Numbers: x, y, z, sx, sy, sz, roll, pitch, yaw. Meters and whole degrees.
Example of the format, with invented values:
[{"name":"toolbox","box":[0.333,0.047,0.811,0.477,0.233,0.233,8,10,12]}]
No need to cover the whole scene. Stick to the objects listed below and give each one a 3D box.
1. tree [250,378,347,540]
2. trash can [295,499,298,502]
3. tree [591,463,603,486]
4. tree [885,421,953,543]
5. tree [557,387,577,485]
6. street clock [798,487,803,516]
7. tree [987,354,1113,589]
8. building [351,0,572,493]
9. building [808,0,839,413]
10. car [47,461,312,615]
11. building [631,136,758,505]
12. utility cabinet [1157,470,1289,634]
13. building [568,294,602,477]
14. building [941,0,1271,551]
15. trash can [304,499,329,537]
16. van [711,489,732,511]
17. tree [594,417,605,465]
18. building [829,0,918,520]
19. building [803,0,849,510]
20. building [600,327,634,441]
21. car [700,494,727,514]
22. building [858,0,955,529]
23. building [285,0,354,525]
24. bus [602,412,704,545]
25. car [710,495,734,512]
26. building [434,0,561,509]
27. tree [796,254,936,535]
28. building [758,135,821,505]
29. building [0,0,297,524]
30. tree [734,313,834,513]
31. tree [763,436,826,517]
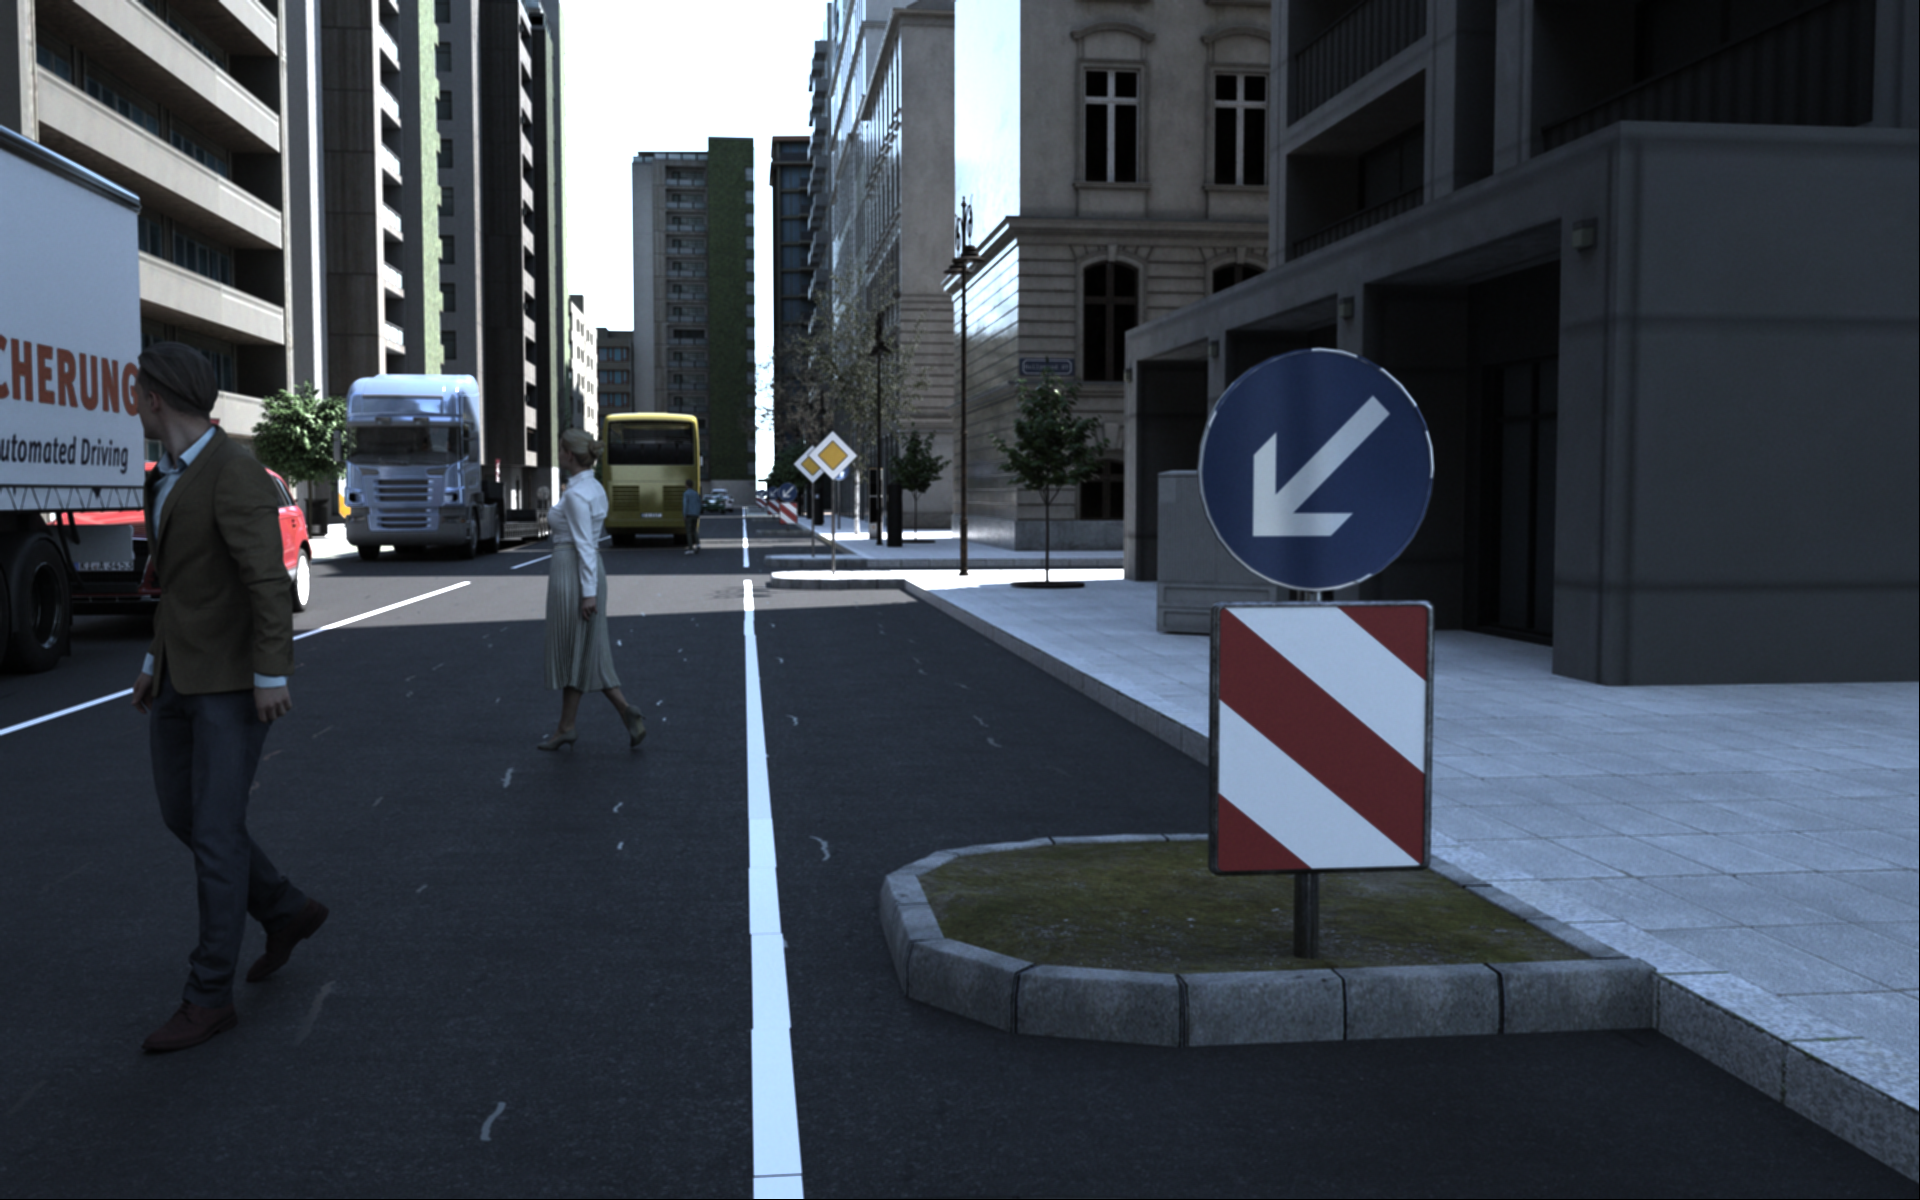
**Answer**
[{"name":"tree","box":[-18.446,-3.995,49.036,4.285,4.588,4.351,0,3,0]},{"name":"trash can","box":[-17.791,-2.075,45.585,0.748,1.137,0.748,0,3,0]},{"name":"tree","box":[-31.681,-10.500,155.382,4.285,4.588,4.351,0,3,0]},{"name":"tree","box":[-1.241,-3.137,45.897,1.663,3.219,1.824,0,3,0]},{"name":"tree","box":[-26.454,-9.880,111.897,4.360,8.622,3.978,0,3,0]},{"name":"street clock","box":[-9.525,-6.036,103.254,0.471,2.002,0.358,0,4,-1]},{"name":"tree","box":[1.097,-1.789,23.852,1.663,3.219,1.824,0,3,0]},{"name":"building","box":[-38.917,-27.773,137.680,14.154,41.232,14.086,0,4,-7]},{"name":"building","box":[-3.396,-33.642,169.650,23.786,49.044,30.456,0,4,-7]},{"name":"car","box":[-8.734,-0.656,19.406,2.281,1.827,5.304,-1,4,-9]},{"name":"building","box":[-30.640,-31.623,200.633,14.086,41.232,14.154,0,4,-7]},{"name":"utility cabinet","box":[2.375,-0.428,15.683,1.173,1.500,0.318,2,4,33]},{"name":"building","box":[-50.760,-19.683,166.857,28.899,21.520,27.650,0,4,-7]},{"name":"building","box":[17.395,-13.841,45.393,34.723,24.649,14.460,0,4,-7]},{"name":"trash can","box":[-19.352,-2.476,52.137,0.748,1.137,0.748,0,3,0]},{"name":"van","box":[-20.797,-8.749,150.052,2.013,2.044,4.112,0,4,-6]},{"name":"tree","box":[-33.045,-13.103,164.595,4.737,8.622,4.395,0,3,0]},{"name":"building","box":[-0.898,-19.478,95.964,11.434,29.767,29.804,0,4,-7]},{"name":"building","box":[-0.892,-50.440,137.370,22.319,86.520,31.000,0,4,-7]},{"name":"building","box":[-52.629,-21.946,203.856,28.899,21.520,27.650,0,4,-7]},{"name":"car","box":[-17.979,-6.972,125.793,2.131,1.459,4.920,-1,4,-9]},{"name":"building","box":[1.322,-13.606,71.603,9.793,20.994,18.267,0,4,-7]},{"name":"building","box":[-31.113,-23.970,75.506,14.154,41.232,14.086,0,4,-7]},{"name":"bus","box":[-9.079,-3.679,51.704,2.896,3.916,12.252,-1,4,-9]},{"name":"car","box":[-19.103,-7.714,138.483,2.083,1.381,4.827,-1,4,-8]},{"name":"building","box":[-30.805,-19.988,98.508,14.160,30.474,14.107,0,4,-7]},{"name":"tree","box":[-3.007,-6.347,54.136,4.360,8.622,3.978,0,3,0]},{"name":"building","box":[-9.739,-33.752,206.470,28.867,44.769,22.147,0,4,-7]},{"name":"building","box":[-30.744,-25.642,42.949,21.300,48.544,21.600,0,4,-7]},{"name":"tree","box":[-10.078,-12.608,116.510,12.009,13.543,11.850,0,3,0]},{"name":"tree","box":[-9.022,-7.035,98.733,4.285,4.588,4.351,0,3,0]}]
